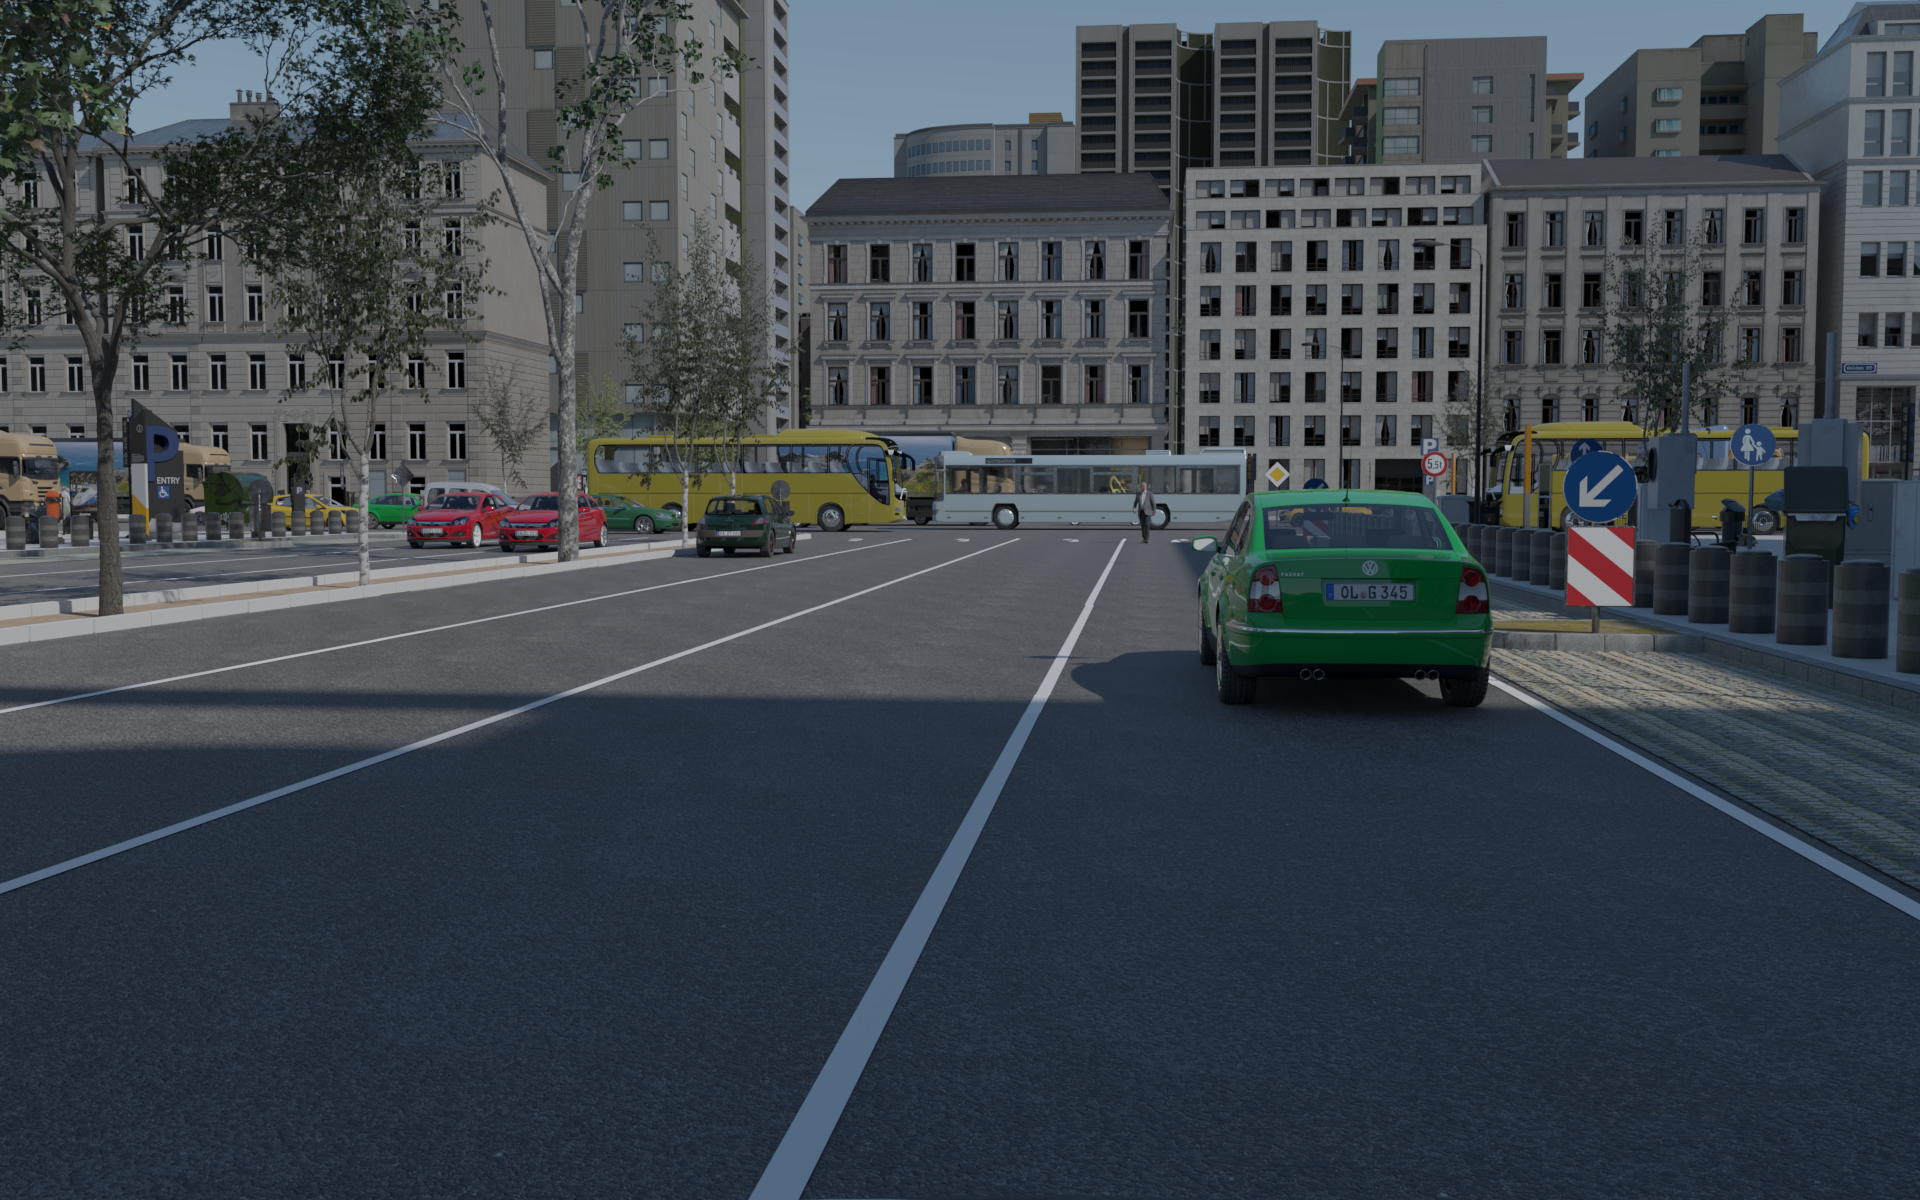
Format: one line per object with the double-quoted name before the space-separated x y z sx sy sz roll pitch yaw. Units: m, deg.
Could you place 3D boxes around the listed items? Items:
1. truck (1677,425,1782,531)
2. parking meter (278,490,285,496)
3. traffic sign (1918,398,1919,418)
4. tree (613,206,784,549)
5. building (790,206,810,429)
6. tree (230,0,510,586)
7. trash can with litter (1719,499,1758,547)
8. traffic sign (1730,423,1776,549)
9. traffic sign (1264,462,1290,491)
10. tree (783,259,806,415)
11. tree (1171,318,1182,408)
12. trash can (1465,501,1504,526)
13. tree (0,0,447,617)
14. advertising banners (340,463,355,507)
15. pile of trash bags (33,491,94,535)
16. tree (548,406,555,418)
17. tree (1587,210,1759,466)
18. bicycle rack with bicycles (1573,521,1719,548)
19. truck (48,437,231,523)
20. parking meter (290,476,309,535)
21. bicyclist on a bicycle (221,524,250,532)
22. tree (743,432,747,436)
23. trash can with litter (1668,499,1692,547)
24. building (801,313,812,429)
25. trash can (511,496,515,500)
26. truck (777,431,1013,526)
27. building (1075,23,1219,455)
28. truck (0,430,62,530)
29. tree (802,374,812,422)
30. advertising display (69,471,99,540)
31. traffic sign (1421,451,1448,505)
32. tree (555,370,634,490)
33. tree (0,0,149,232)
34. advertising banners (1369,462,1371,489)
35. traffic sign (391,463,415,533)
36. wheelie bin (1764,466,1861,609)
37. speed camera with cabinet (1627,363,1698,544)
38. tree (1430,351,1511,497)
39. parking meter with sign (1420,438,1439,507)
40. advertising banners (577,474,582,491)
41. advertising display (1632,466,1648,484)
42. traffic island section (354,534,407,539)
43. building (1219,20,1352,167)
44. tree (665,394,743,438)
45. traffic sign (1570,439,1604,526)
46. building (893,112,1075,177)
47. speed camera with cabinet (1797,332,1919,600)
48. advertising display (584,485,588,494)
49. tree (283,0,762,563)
"truck" 35.465 -4.744 67.318 18.799 4.110 2.967 0 4 7
"parking meter" -38.328 -5.470 97.846 0.372 1.533 0.369 0 3 0
"traffic sign" 10.174 -1.077 17.717 0.768 2.556 0.104 1 4 11
"tree" -6.997 -5.585 44.135 4.360 8.622 3.978 0 3 0
"building" -34.578 -39.895 275.977 21.600 48.544 21.300 0 4 6
"tree" -8.972 -4.482 26.104 4.360 8.622 3.978 0 3 0
"trash can with litter" 19.259 -1.916 42.719 0.624 1.170 1.055 -1 4 -17
"traffic sign" 14.287 -1.906 31.275 0.768 2.556 0.104 1 4 15
"traffic sign" 9.826 -3.061 53.688 0.795 2.450 0.064 0 4 6
"tree" -6.530 -5.927 49.727 4.360 8.622 3.978 0 3 0
"tree" 26.297 -18.885 164.663 12.611 20.169 13.585 0 3 0
"trash can" 10.662 -1.442 35.233 0.748 1.137 0.748 0 3 0
"tree" -9.721 -5.084 19.987 8.767 10.594 7.601 0 4 6
"advertising banners" -34.084 -6.128 96.379 0.090 3.025 2.074 -3 5 -40
"pile of trash bags" -28.721 -2.782 55.240 1.912 1.369 3.447 -1 4 -22
"tree" -24.150 -8.704 92.675 4.360 8.622 3.978 0 3 0
"tree" 18.651 -5.842 45.880 4.360 8.622 3.978 0 3 0
"bicycle rack with bicycles" 12.150 -1.101 31.379 2.925 0.926 2.852 -1 4 -17
"truck" -41.680 -6.001 87.026 11.283 4.237 2.839 0 4 8
"parking meter" -20.844 -2.985 54.518 0.399 1.863 0.255 -3 5 -41
"bicyclist on a bicycle" -25.208 -3.063 60.105 1.625 1.676 1.499 0 4 5
"tree" -18.548 -11.132 132.371 4.737 8.622 4.395 0 3 0
"trash can with litter" 10.057 -0.805 24.225 1.678 1.210 2.233 0 4 5
"building" -17.223 -30.537 270.979 14.107 30.474 14.160 0 4 6
"trash can" -26.868 -5.595 103.124 0.748 1.137 0.748 0 3 0
"truck" -2.499 -5.479 78.497 11.283 4.237 2.839 0 4 4
"building" 28.356 -50.685 266.951 20.611 71.187 20.563 0 4 6
"truck" -41.434 -4.934 69.589 11.283 4.237 2.839 0 4 5
"tree" -9.840 -15.227 155.619 9.857 13.997 8.962 0 3 0
"advertising display" -24.450 -2.644 48.442 0.974 1.923 0.123 1 4 16
"traffic sign" 14.106 -3.145 51.524 0.768 2.556 0.104 1 4 10
"tree" -21.338 -9.263 101.812 4.737 8.622 4.395 0 3 0
"tree" -10.786 -5.567 10.487 9.611 12.733 9.660 0 3 0
"advertising banners" 22.427 -6.051 95.121 0.090 3.025 2.074 1 4 9
"traffic sign" -18.251 -3.248 56.750 0.795 2.450 0.064 0 4 6
"wheelie bin" 9.634 -0.716 19.615 0.980 1.594 0.693 1 4 22
"speed camera with cabinet" 10.899 -1.995 26.949 0.660 3.252 2.038 1 4 10
"tree" 26.522 -8.522 89.690 4.360 8.622 3.978 0 3 0
"parking meter with sign" 14.353 -3.471 53.008 0.543 3.016 1.738 1 4 15
"advertising banners" -32.318 -9.436 150.461 2.074 3.025 0.090 -1 4 -23
"advertising display" 15.969 -2.125 39.952 0.974 1.923 0.123 0 4 0
"traffic island section" -18.275 -2.112 56.814 2.009 0.180 2.903 0 4 6
"building" 48.923 -50.592 265.436 20.611 71.187 20.563 0 4 6
"tree" -18.718 -10.622 124.025 4.737 8.622 4.395 0 3 0
"traffic sign" 14.405 -2.431 39.850 0.768 2.556 0.104 1 4 11
"building" 4.226 -44.602 271.242 28.212 58.520 21.231 0 4 6
"speed camera with cabinet" 11.340 -1.634 21.058 2.038 3.252 0.660 2 4 33
"advertising display" -25.761 -7.037 120.270 0.123 1.923 0.974 2 4 25
"tree" -9.033 -10.828 35.384 12.611 20.169 13.585 0 3 0
